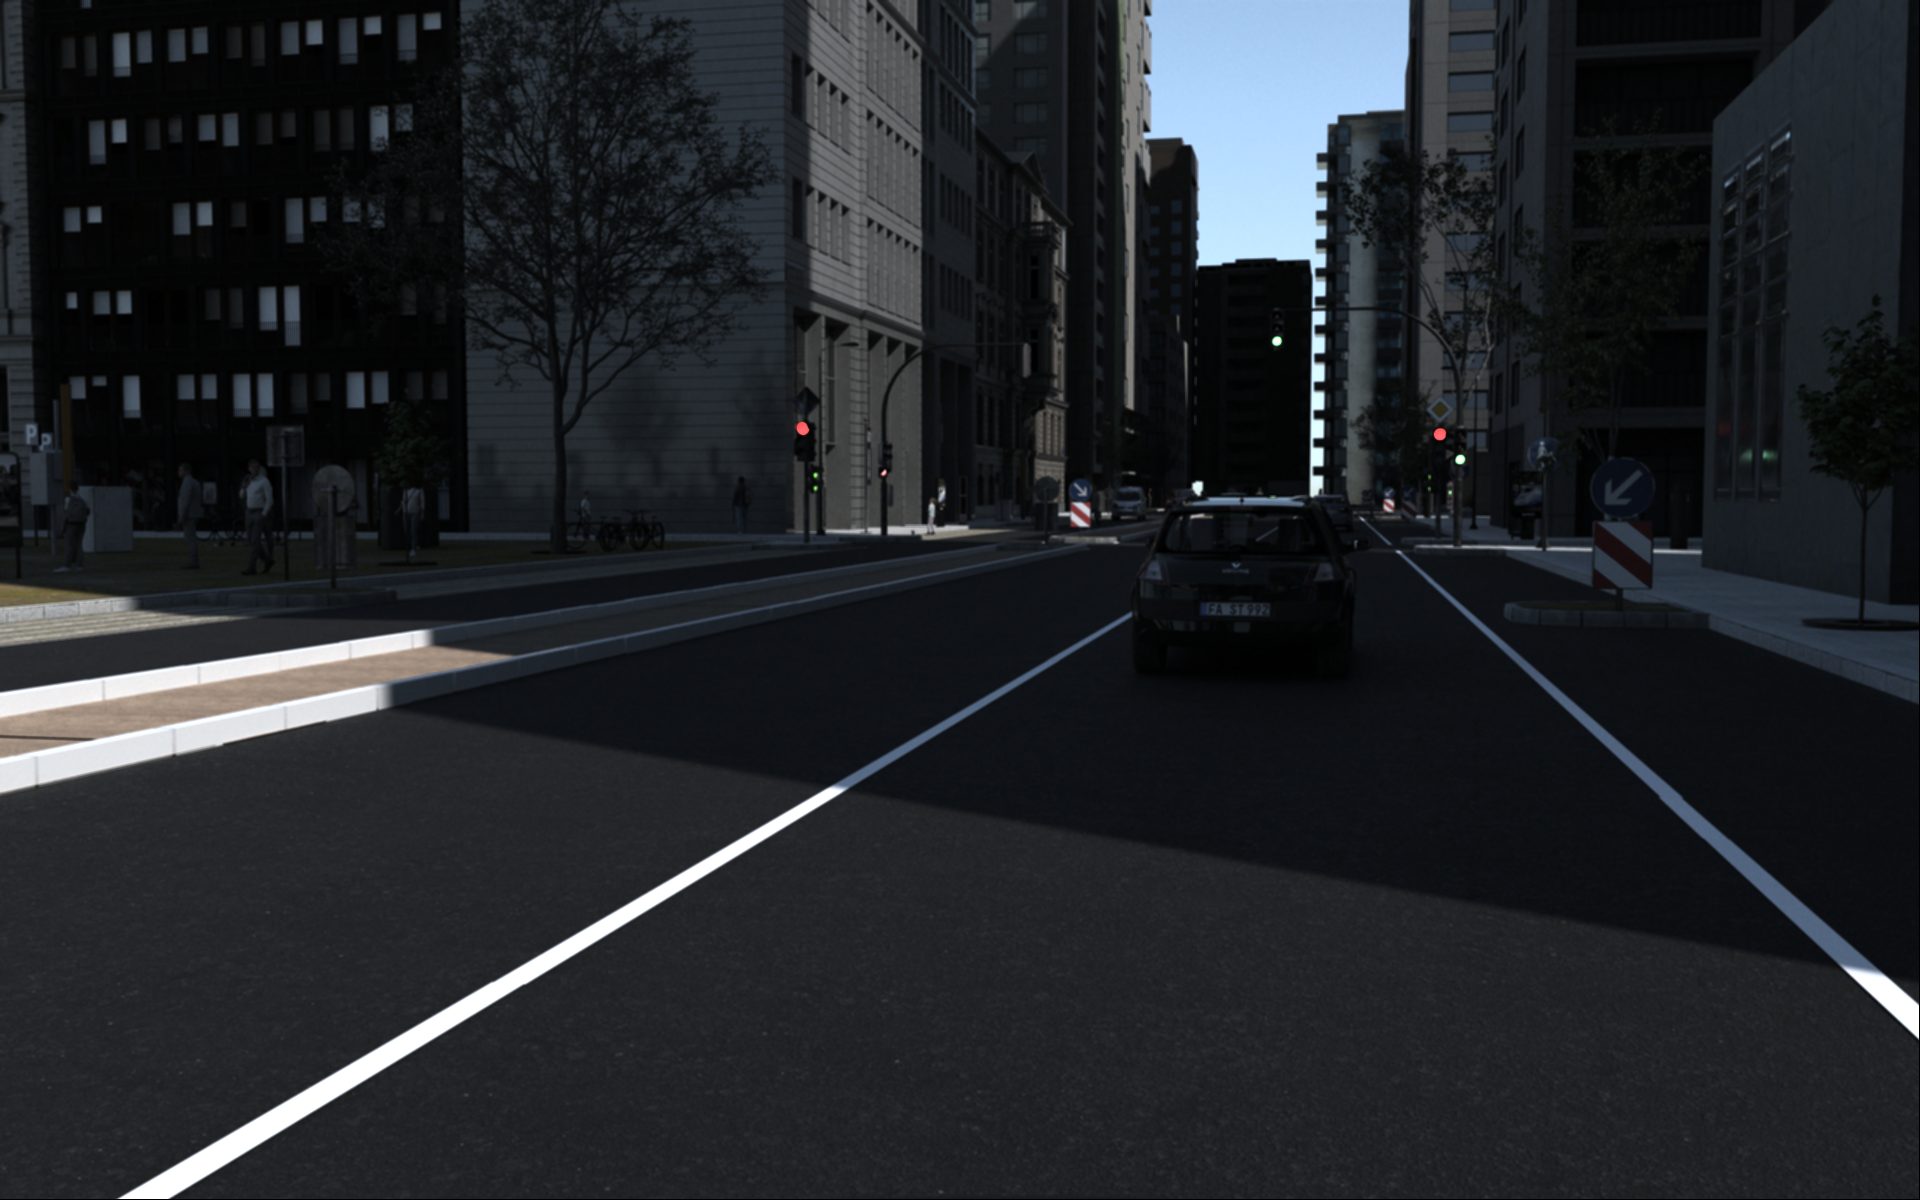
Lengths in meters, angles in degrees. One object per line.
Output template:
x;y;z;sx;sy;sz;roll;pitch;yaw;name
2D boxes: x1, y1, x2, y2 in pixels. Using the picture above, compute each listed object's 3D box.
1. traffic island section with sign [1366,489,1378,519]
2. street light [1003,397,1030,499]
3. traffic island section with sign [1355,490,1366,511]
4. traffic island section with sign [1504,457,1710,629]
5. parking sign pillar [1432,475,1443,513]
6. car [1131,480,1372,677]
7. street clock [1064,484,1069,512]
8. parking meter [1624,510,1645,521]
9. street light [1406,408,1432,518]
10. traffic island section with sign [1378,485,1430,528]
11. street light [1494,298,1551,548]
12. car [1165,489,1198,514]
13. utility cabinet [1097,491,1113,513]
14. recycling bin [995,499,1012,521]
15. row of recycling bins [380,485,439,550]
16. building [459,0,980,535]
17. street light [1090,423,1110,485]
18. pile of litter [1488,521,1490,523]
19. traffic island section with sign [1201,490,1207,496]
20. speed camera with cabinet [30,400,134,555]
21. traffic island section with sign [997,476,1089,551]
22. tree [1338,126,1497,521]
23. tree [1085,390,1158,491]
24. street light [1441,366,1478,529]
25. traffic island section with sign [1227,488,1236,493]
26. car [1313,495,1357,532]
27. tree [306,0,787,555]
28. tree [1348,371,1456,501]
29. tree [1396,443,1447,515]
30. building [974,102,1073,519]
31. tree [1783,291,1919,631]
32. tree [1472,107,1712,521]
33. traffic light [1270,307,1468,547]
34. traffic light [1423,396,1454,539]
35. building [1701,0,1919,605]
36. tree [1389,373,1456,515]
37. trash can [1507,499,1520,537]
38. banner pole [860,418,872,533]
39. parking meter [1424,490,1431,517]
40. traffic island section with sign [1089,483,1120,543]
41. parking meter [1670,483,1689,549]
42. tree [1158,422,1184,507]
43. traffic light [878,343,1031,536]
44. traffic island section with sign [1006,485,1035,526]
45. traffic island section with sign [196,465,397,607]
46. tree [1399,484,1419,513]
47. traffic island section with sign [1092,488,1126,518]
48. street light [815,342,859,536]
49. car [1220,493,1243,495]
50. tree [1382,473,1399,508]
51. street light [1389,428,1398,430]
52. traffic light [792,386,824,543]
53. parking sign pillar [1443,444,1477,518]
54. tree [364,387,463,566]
24.637;-5.593;100.066;1.989;1.847;2.006;1;4;12;traffic island section with sign
2.645;-6.738;82.708;1.470;5.913;1.316;1;4;12;street light
35.251;-8.594;149.136;1.989;1.847;2.006;1;4;12;traffic island section with sign
7.240;-0.669;19.568;1.989;1.847;2.006;1;4;12;traffic island section with sign
33.207;-7.975;118.865;1.447;3.967;1.447;2;4;27;parking sign pillar
2.551;-0.323;15.073;2.009;1.686;4.222;1;4;13;car
7.775;-7.497;127.145;0.358;2.002;0.471;2;4;34;street clock
10.705;-1.172;27.579;0.372;1.533;0.369;0;3;0;parking meter
24.644;-7.368;93.009;1.470;5.913;1.316;1;4;12;street light
18.946;-3.981;73.716;1.989;1.847;2.006;1;4;12;traffic island section with sign
13.319;-4.191;41.065;1.470;5.913;1.316;1;4;12;street light
15.498;-6.870;121.001;2.281;1.827;5.304;1;4;12;car
9.958;-6.743;118.923;0.318;1.500;1.173;-3;5;-44;utility cabinet
2.065;-4.218;81.518;0.722;1.027;0.722;1;4;10;recycling bin
-13.079;-2.078;41.084;1.069;1.692;3.534;0;4;-8;row of recycling bins
-7.639;-17.849;69.322;11.434;29.767;29.804;1;4;12;building
9.045;-8.570;112.658;1.470;5.913;1.316;1;4;12;street light
23.015;-3.644;73.540;1.176;0.858;1.719;2;4;33;pile of litter
25.267;-10.435;179.233;1.989;1.847;2.006;1;4;12;traffic island section with sign
-18.850;-2.620;37.179;0.660;3.252;2.038;2;4;26;speed camera with cabinet
2.103;-2.209;44.254;2.006;1.907;1.989;1;4;12;traffic island section with sign
25.331;-13.846;82.275;12.611;20.169;13.585;0;3;0;tree
10.816;-10.513;122.247;4.360;8.622;3.978;0;3;0;tree
18.136;-5.525;62.873;1.470;5.913;1.316;1;4;12;street light
19.550;-7.144;124.942;2.006;1.907;1.989;1;4;12;traffic island section with sign
14.294;-3.357;66.889;2.014;1.417;4.499;1;4;14;car
-8.487;-7.742;36.958;12.009;13.543;11.850;0;3;0;tree
33.361;-11.967;130.075;8.767;10.594;7.601;1;4;15;tree
29.115;-7.668;109.080;4.285;4.588;4.351;0;3;0;tree
-1.446;-17.309;102.091;14.460;24.649;34.723;1;4;12;building
8.816;-1.343;16.559;1.663;3.219;1.824;0;3;0;tree
12.299;-5.067;33.210;4.737;8.622;4.395;0;3;0;tree
9.937;-4.122;42.064;4.771;5.953;1.251;1;4;12;traffic light
13.688;-3.709;49.568;0.839;4.253;0.868;1;4;12;traffic light
20.604;-42.661;10.172;22.319;86.520;31.000;1;4;12;building
27.901;-9.433;104.599;4.360;8.622;3.978;0;3;0;tree
16.887;-2.488;52.329;0.748;1.137;0.748;0;3;0;trash can
-3.039;-4.103;57.106;0.401;3.779;0.863;1;4;12;banner pole
25.872;-5.349;95.873;0.372;1.533;0.369;0;3;0;parking meter
3.678;-2.652;51.493;2.006;1.907;1.989;1;4;12;traffic island section with sign
16.747;-1.951;40.306;0.372;1.533;0.369;0;3;0;parking meter
20.055;-13.515;171.324;4.360;8.622;3.978;0;3;0;tree
-0.245;-4.766;52.591;4.771;5.953;1.251;1;4;12;traffic light
3.221;-4.201;77.316;1.989;1.847;2.006;1;4;12;traffic island section with sign
-8.567;-0.866;22.782;1.989;1.847;2.006;1;4;12;traffic island section with sign
30.855;-7.444;116.305;1.663;3.219;1.824;0;3;0;tree
8.918;-5.813;103.665;1.989;1.847;2.006;1;4;12;traffic island section with sign
-3.773;-4.936;53.240;1.470;5.913;1.316;1;4;12;street light
12.445;-4.272;78.639;1.959;1.807;4.718;1;4;11;car
39.612;-10.078;159.369;1.663;3.219;1.824;0;3;0;tree
31.047;-9.171;122.479;1.470;5.913;1.316;1;4;12;street light
-3.996;-3.442;45.193;0.839;4.253;0.868;1;4;12;traffic light
27.079;-6.408;93.245;1.447;3.967;1.447;0;4;1;parking sign pillar
-9.976;-2.236;31.154;1.663;3.219;1.824;0;3;0;tree
